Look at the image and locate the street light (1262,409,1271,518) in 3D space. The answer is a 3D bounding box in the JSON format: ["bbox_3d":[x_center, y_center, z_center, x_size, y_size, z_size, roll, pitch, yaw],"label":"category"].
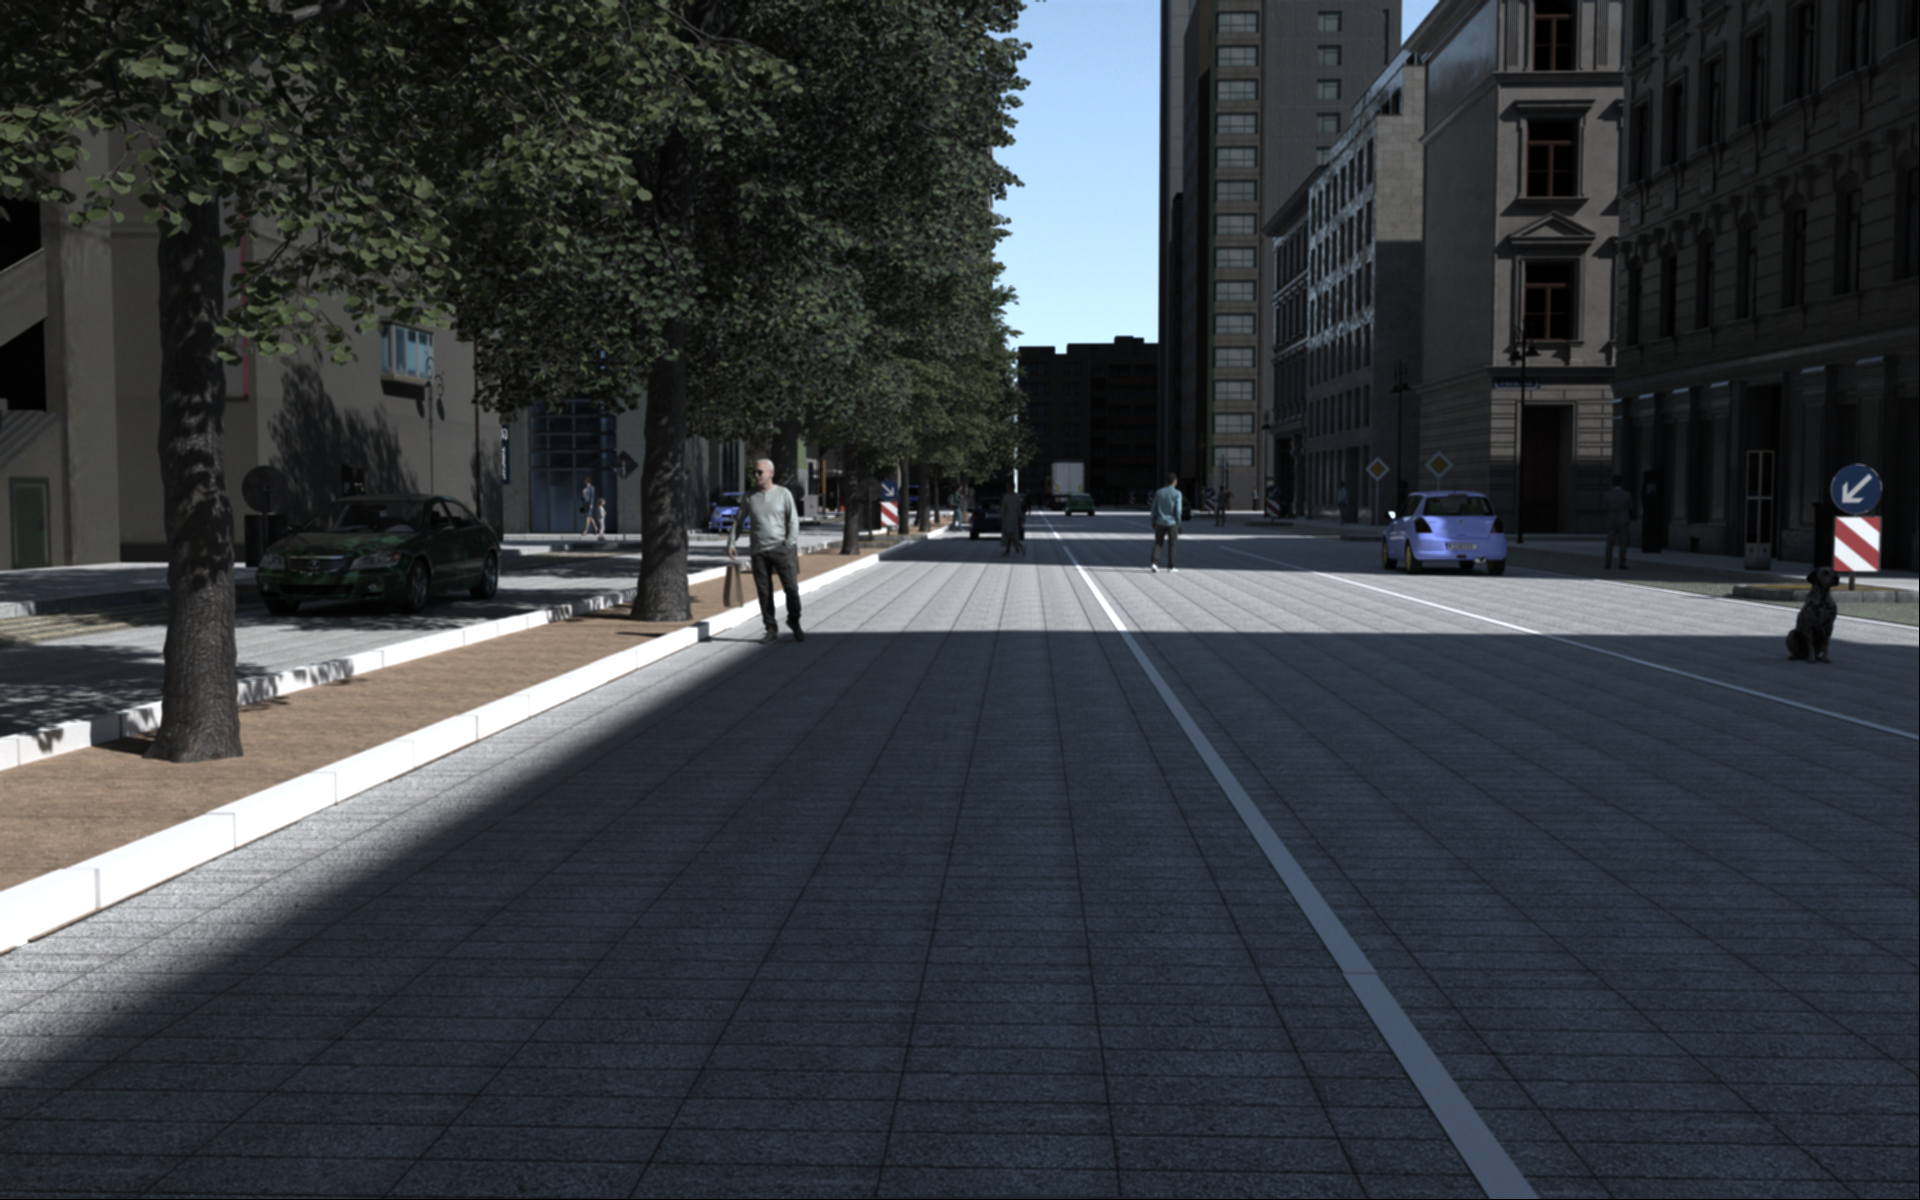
[{"bbox_3d":[16.567,-7.401,93.802,0.468,5.910,1.993,0,4,2],"label":"street light"}]

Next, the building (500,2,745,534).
[{"bbox_3d":[-20.450,-46.219,68.360,22.319,86.520,31.000,0,4,2],"label":"building"}]

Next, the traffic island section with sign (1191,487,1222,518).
[{"bbox_3d":[14.947,-5.896,105.031,1.989,1.847,2.006,0,4,2],"label":"traffic island section with sign"}]

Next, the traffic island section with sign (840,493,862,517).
[{"bbox_3d":[-6.331,-6.007,106.843,1.989,1.847,2.006,0,4,2],"label":"traffic island section with sign"}]

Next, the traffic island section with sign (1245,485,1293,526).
[{"bbox_3d":[13.893,-4.249,78.096,1.989,1.847,2.006,0,4,2],"label":"traffic island section with sign"}]

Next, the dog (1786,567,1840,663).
[{"bbox_3d":[7.417,0.117,14.919,0.513,0.831,0.800,3,5,44],"label":"dog"}]

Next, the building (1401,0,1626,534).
[{"bbox_3d":[26.942,-13.657,59.446,21.152,22.565,11.583,0,4,2],"label":"building"}]

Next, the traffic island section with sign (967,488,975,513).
[{"bbox_3d":[0.760,-7.383,128.849,2.006,1.907,1.989,0,4,2],"label":"traffic island section with sign"}]

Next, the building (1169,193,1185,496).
[{"bbox_3d":[27.275,-24.234,167.931,14.160,30.474,14.107,0,4,2],"label":"building"}]

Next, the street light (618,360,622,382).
[{"bbox_3d":[-10.657,-5.069,55.674,0.468,5.910,1.993,0,4,2],"label":"street light"}]

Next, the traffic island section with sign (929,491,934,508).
[{"bbox_3d":[-3.316,-10.698,183.538,1.989,1.847,2.006,0,4,2],"label":"traffic island section with sign"}]

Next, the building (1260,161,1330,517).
[{"bbox_3d":[23.952,-15.649,106.775,10.553,20.767,40.483,0,4,2],"label":"building"}]

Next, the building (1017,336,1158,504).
[{"bbox_3d":[22.078,-23.356,226.911,28.899,21.520,27.650,0,4,2],"label":"building"}]

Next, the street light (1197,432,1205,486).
[{"bbox_3d":[17.842,-9.497,128.063,0.468,5.910,1.993,0,4,2],"label":"street light"}]

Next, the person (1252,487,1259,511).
[{"bbox_3d":[22.463,-7.697,131.867,0.705,1.826,1.348,0,4,-6],"label":"person"}]

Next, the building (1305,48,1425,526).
[{"bbox_3d":[22.202,-13.644,77.826,10.420,20.320,16.860,0,4,2],"label":"building"}]

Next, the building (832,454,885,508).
[{"bbox_3d":[-17.851,-44.544,166.540,20.563,71.187,20.611,0,4,2],"label":"building"}]

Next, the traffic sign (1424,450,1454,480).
[{"bbox_3d":[12.580,-2.646,45.456,0.795,2.593,0.064,0,4,2],"label":"traffic sign"}]

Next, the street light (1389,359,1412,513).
[{"bbox_3d":[15.111,-5.306,59.547,0.468,5.910,1.993,0,4,2],"label":"street light"}]

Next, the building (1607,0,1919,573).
[{"bbox_3d":[20.477,-11.274,33.486,9.793,20.994,18.267,0,4,2],"label":"building"}]

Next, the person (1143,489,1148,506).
[{"bbox_3d":[20.839,-11.476,193.644,0.705,1.831,1.348,-1,4,-23],"label":"person"}]

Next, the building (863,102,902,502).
[{"bbox_3d":[-17.156,-34.894,194.216,21.600,48.544,21.300,0,4,2],"label":"building"}]

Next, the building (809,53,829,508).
[{"bbox_3d":[-23.294,-33.867,142.968,28.713,52.752,27.495,0,4,2],"label":"building"}]

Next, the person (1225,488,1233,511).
[{"bbox_3d":[20.396,-7.677,132.076,1.217,1.766,0.721,-2,4,-33],"label":"person"}]

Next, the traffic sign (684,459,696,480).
[{"bbox_3d":[-8.684,-3.187,54.299,0.795,2.593,0.064,0,4,2],"label":"traffic sign"}]

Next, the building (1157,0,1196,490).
[{"bbox_3d":[32.157,-39.512,188.021,21.231,58.520,28.212,0,4,2],"label":"building"}]

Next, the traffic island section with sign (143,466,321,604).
[{"bbox_3d":[-9.595,-0.903,23.390,1.989,1.847,2.006,0,4,2],"label":"traffic island section with sign"}]

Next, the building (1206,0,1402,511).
[{"bbox_3d":[26.791,-27.840,138.776,14.154,41.232,14.086,0,4,2],"label":"building"}]

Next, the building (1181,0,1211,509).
[{"bbox_3d":[27.238,-30.779,153.341,14.600,45.320,14.200,0,4,2],"label":"building"}]

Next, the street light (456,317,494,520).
[{"bbox_3d":[-11.317,-4.147,40.592,0.468,5.910,1.993,0,4,2],"label":"street light"}]

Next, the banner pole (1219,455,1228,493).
[{"bbox_3d":[16.854,-7.379,110.661,0.401,3.779,0.863,2,4,26],"label":"banner pole"}]

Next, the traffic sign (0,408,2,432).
[{"bbox_3d":[-11.716,-1.251,20.563,0.768,2.556,0.104,1,4,10],"label":"traffic sign"}]

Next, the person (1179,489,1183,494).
[{"bbox_3d":[18.479,-8.499,145.717,0.721,1.743,1.217,3,4,39],"label":"person"}]

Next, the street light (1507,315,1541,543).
[{"bbox_3d":[14.601,-4.415,44.971,0.468,5.910,1.993,0,4,2],"label":"street light"}]

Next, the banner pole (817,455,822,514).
[{"bbox_3d":[-9.069,-7.457,111.935,0.401,3.779,0.863,-3,5,-39],"label":"banner pole"}]

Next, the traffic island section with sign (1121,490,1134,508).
[{"bbox_3d":[17.983,-10.632,182.461,1.989,1.847,2.006,0,4,2],"label":"traffic island section with sign"}]

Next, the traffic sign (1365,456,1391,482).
[{"bbox_3d":[12.893,-3.134,53.435,0.795,2.593,0.064,0,4,2],"label":"traffic sign"}]

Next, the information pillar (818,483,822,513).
[{"bbox_3d":[-9.208,-6.731,114.551,0.304,2.012,0.304,0,4,1],"label":"information pillar"}]

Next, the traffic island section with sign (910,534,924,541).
[{"bbox_3d":[-2.174,-2.791,53.767,2.006,1.907,1.989,0,4,2],"label":"traffic island section with sign"}]

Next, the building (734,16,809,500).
[{"bbox_3d":[-17.351,-25.913,107.278,14.154,41.232,14.086,0,4,2],"label":"building"}]

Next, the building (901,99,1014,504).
[{"bbox_3d":[-6.679,-39.071,228.049,27.495,52.752,28.713,0,4,2],"label":"building"}]

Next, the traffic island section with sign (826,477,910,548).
[{"bbox_3d":[-2.473,-2.338,46.366,2.006,1.907,1.989,0,4,2],"label":"traffic island section with sign"}]

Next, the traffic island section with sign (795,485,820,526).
[{"bbox_3d":[-7.411,-4.300,78.938,1.989,1.847,2.006,0,4,2],"label":"traffic island section with sign"}]

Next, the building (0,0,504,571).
[{"bbox_3d":[-23.376,-25.193,35.611,21.600,48.544,21.300,0,4,2],"label":"building"}]

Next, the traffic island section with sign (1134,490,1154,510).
[{"bbox_3d":[16.907,-8.965,155.207,1.989,1.847,2.006,0,4,2],"label":"traffic island section with sign"}]

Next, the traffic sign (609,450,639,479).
[{"bbox_3d":[-8.997,-2.699,46.320,0.795,2.593,0.064,0,4,2],"label":"traffic sign"}]

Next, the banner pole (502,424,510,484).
[{"bbox_3d":[-14.591,-3.951,54.623,0.863,3.779,0.401,-2,4,-31],"label":"banner pole"}]

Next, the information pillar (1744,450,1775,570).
[{"bbox_3d":[13.468,-1.511,29.193,0.304,2.012,0.304,-1,4,-22],"label":"information pillar"}]

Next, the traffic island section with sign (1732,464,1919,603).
[{"bbox_3d":[11.745,-0.918,23.629,1.989,1.847,2.006,0,4,2],"label":"traffic island section with sign"}]
